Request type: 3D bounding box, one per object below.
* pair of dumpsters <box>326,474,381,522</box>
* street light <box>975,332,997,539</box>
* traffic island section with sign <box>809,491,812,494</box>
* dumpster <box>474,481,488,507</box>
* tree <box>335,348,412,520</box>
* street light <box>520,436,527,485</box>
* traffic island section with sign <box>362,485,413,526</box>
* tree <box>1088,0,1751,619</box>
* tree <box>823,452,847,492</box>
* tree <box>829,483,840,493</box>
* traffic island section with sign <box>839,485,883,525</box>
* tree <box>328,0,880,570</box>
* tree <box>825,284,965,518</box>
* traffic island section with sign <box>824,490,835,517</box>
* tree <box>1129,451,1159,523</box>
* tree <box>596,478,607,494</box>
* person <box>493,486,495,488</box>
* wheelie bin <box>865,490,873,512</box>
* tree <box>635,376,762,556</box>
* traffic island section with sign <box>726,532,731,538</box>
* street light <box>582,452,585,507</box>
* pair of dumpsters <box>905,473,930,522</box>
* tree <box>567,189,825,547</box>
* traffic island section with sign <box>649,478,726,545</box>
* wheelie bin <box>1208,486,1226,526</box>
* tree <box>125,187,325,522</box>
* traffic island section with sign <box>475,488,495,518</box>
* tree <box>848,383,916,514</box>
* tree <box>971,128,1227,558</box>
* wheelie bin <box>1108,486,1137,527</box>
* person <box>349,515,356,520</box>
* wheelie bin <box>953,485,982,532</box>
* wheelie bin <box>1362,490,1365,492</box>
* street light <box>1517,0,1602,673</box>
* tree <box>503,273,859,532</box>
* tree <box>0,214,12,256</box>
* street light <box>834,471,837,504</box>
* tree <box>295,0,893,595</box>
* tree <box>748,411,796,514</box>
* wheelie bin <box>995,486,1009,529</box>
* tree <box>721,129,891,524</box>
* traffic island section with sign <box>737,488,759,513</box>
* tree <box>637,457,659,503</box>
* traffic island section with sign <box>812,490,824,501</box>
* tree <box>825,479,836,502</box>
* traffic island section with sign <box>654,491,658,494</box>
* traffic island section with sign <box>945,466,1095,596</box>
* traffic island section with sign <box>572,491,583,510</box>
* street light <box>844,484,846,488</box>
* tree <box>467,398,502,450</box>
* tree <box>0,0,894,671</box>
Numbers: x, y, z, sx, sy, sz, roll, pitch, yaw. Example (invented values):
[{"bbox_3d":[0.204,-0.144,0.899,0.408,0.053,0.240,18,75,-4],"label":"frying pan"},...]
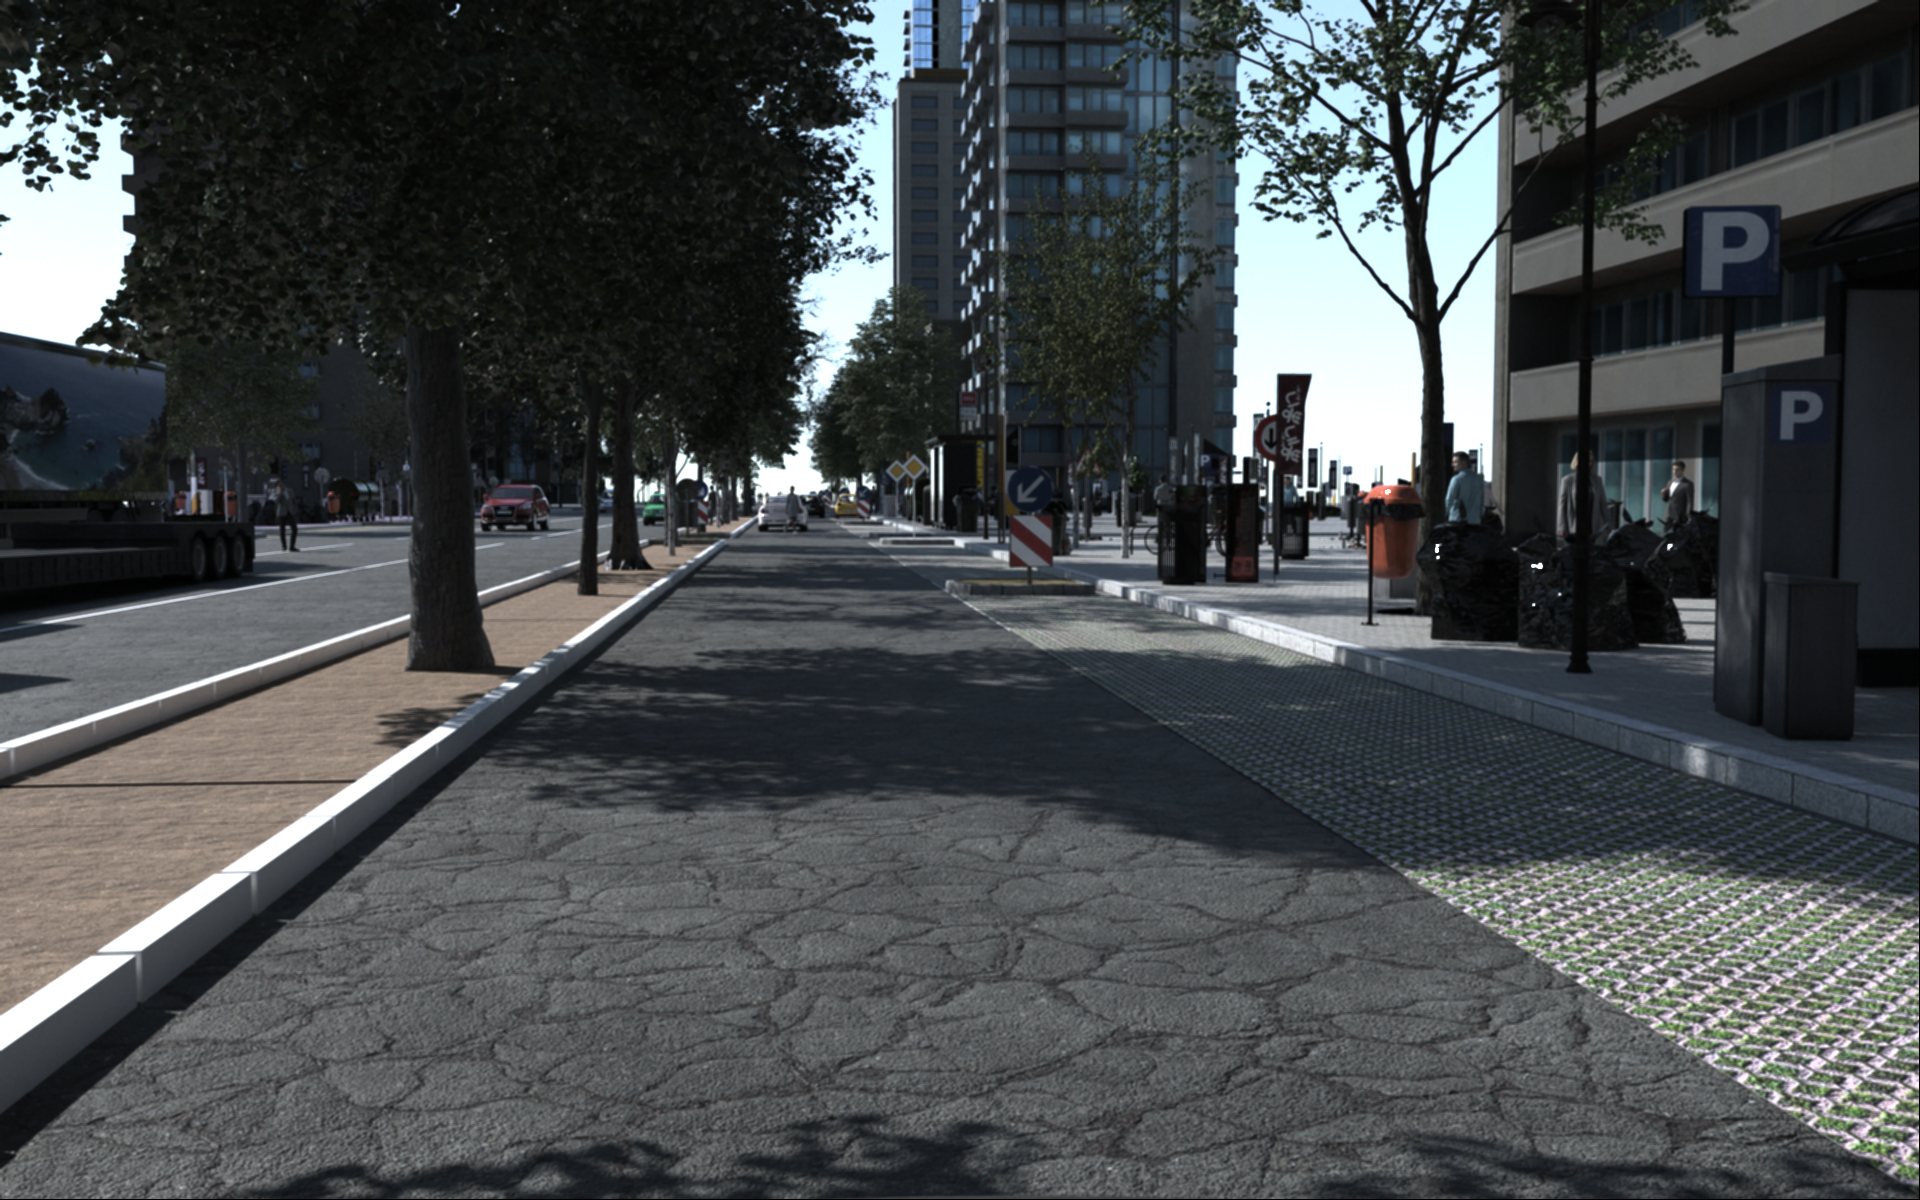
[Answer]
[{"bbox_3d":[-28.227,-4.776,80.579,1.574,2.255,4.437,0,4,-6],"label":"pair of dumpsters"},{"bbox_3d":[0.739,-4.667,49.091,0.468,5.910,1.993,0,4,-6],"label":"street light"},{"bbox_3d":[-14.808,-10.717,183.850,1.989,1.847,2.006,0,4,-6],"label":"traffic island section with sign"},{"bbox_3d":[-34.650,-7.470,124.620,1.502,2.255,1.985,0,4,-6],"label":"dumpster"},{"bbox_3d":[-28.600,-8.265,85.489,4.360,8.622,3.978,0,3,0],"label":"tree"},{"bbox_3d":[-33.207,-9.724,131.773,0.468,5.910,1.993,0,4,-6],"label":"street light"},{"bbox_3d":[-25.853,-4.272,78.474,1.989,1.847,2.006,0,4,-6],"label":"traffic island section with sign"},{"bbox_3d":[4.888,-5.650,18.127,9.928,11.665,9.643,0,3,0],"label":"tree"},{"bbox_3d":[-11.600,-13.799,175.976,4.360,8.622,3.978,0,3,0],"label":"tree"},{"bbox_3d":[-18.011,-15.716,251.560,1.663,3.219,1.824,0,3,0],"label":"tree"},{"bbox_3d":[-4.622,-4.387,80.357,1.989,1.847,2.006,0,4,-6],"label":"traffic island section with sign"},{"bbox_3d":[-6.321,-6.903,32.331,9.611,12.733,9.660,0,3,0],"label":"tree"},{"bbox_3d":[-3.369,-10.774,94.284,7.486,12.596,7.792,0,3,0],"label":"tree"},{"bbox_3d":[-7.274,-6.039,107.373,1.989,1.847,2.006,0,4,-6],"label":"traffic island section with sign"},{"bbox_3d":[7.822,-5.057,77.278,1.663,3.219,1.824,0,3,0],"label":"tree"},{"bbox_3d":[-38.417,-11.664,185.309,1.663,3.219,1.824,0,3,0],"label":"tree"},{"bbox_3d":[-32.610,-7.074,121.564,0.748,1.841,0.638,-1,4,-16],"label":"person"},{"bbox_3d":[-6.636,-7.117,124.275,0.980,1.594,0.693,2,4,34],"label":"wheelie bin"},{"bbox_3d":[-6.621,-5.304,39.533,4.360,8.622,3.978,0,3,0],"label":"tree"},{"bbox_3d":[-8.539,-2.977,56.812,2.006,1.907,1.989,0,4,-6],"label":"traffic island section with sign"},{"bbox_3d":[-36.707,-11.955,168.251,0.468,5.910,1.993,0,4,-6],"label":"street light"},{"bbox_3d":[-1.635,-4.754,80.215,1.574,2.255,4.437,0,4,-6],"label":"pair of dumpsters"},{"bbox_3d":[-7.687,-7.684,46.214,7.486,12.596,7.792,0,3,0],"label":"tree"},{"bbox_3d":[-7.822,-2.526,49.440,2.006,1.907,1.989,0,4,-6],"label":"traffic island section with sign"},{"bbox_3d":[10.590,-3.814,70.259,0.980,1.594,0.693,-1,4,-13],"label":"wheelie bin"},{"bbox_3d":[-26.875,-8.903,63.691,7.486,12.596,7.792,0,3,0],"label":"tree"},{"bbox_3d":[-28.492,-5.913,105.300,1.989,1.847,2.006,0,4,-6],"label":"traffic island section with sign"},{"bbox_3d":[-4.757,-9.915,112.480,4.360,8.622,3.978,0,3,0],"label":"tree"},{"bbox_3d":[3.070,-5.142,34.439,4.737,8.622,4.395,0,3,0],"label":"tree"},{"bbox_3d":[6.469,-3.639,67.399,0.980,1.594,0.693,3,5,41],"label":"wheelie bin"},{"bbox_3d":[-30.262,-4.905,86.088,0.661,1.843,0.795,-1,4,-13],"label":"person"},{"bbox_3d":[0.282,-3.073,58.155,0.980,1.594,0.693,-1,4,-18],"label":"wheelie bin"},{"bbox_3d":[30.773,-7.613,132.382,0.693,1.594,0.980,1,4,22],"label":"wheelie bin"},{"bbox_3d":[4.456,-2.416,12.292,0.468,5.910,1.993,0,4,-6],"label":"street light"},{"bbox_3d":[-9.413,-9.150,62.429,12.009,13.543,11.850,0,3,0],"label":"tree"},{"bbox_3d":[-25.276,-7.338,38.105,7.486,12.596,7.792,0,3,0],"label":"tree"},{"bbox_3d":[-15.724,-14.948,217.191,0.468,5.910,1.993,0,4,-6],"label":"street light"},{"bbox_3d":[-5.239,-5.315,23.771,8.767,10.594,7.601,0,4,-6],"label":"tree"},{"bbox_3d":[-15.574,-12.165,127.111,9.928,11.665,9.643,0,3,0],"label":"tree"},{"bbox_3d":[1.699,-3.449,64.294,0.693,1.594,0.980,2,4,26],"label":"wheelie bin"},{"bbox_3d":[-9.930,-13.655,81.610,12.611,20.169,13.585,0,3,0],"label":"tree"},{"bbox_3d":[-15.915,-7.551,131.589,2.006,1.907,1.989,0,4,-6],"label":"traffic island section with sign"},{"bbox_3d":[-47.265,-19.056,261.929,4.737,8.622,4.395,0,3,0],"label":"tree"},{"bbox_3d":[-12.108,-9.043,156.488,1.989,1.847,2.006,0,4,-6],"label":"traffic island section with sign"},{"bbox_3d":[-17.775,-18.039,245.291,4.737,8.622,4.395,0,3,0],"label":"tree"},{"bbox_3d":[-41.408,-13.933,236.434,1.989,1.847,2.006,0,4,-6],"label":"traffic island section with sign"},{"bbox_3d":[0.814,-1.014,25.211,1.989,1.847,2.006,0,4,-6],"label":"traffic island section with sign"},{"bbox_3d":[-33.228,-8.856,153.421,1.989,1.847,2.006,0,4,-6],"label":"traffic island section with sign"},{"bbox_3d":[-11.404,-12.176,171.873,0.468,5.910,1.993,0,4,-6],"label":"street light"},{"bbox_3d":[-35.101,-14.080,140.574,12.009,13.543,11.850,0,3,0],"label":"tree"},{"bbox_3d":[-4.166,-6.396,13.688,9.857,13.997,8.962,0,3,0],"label":"tree"}]
